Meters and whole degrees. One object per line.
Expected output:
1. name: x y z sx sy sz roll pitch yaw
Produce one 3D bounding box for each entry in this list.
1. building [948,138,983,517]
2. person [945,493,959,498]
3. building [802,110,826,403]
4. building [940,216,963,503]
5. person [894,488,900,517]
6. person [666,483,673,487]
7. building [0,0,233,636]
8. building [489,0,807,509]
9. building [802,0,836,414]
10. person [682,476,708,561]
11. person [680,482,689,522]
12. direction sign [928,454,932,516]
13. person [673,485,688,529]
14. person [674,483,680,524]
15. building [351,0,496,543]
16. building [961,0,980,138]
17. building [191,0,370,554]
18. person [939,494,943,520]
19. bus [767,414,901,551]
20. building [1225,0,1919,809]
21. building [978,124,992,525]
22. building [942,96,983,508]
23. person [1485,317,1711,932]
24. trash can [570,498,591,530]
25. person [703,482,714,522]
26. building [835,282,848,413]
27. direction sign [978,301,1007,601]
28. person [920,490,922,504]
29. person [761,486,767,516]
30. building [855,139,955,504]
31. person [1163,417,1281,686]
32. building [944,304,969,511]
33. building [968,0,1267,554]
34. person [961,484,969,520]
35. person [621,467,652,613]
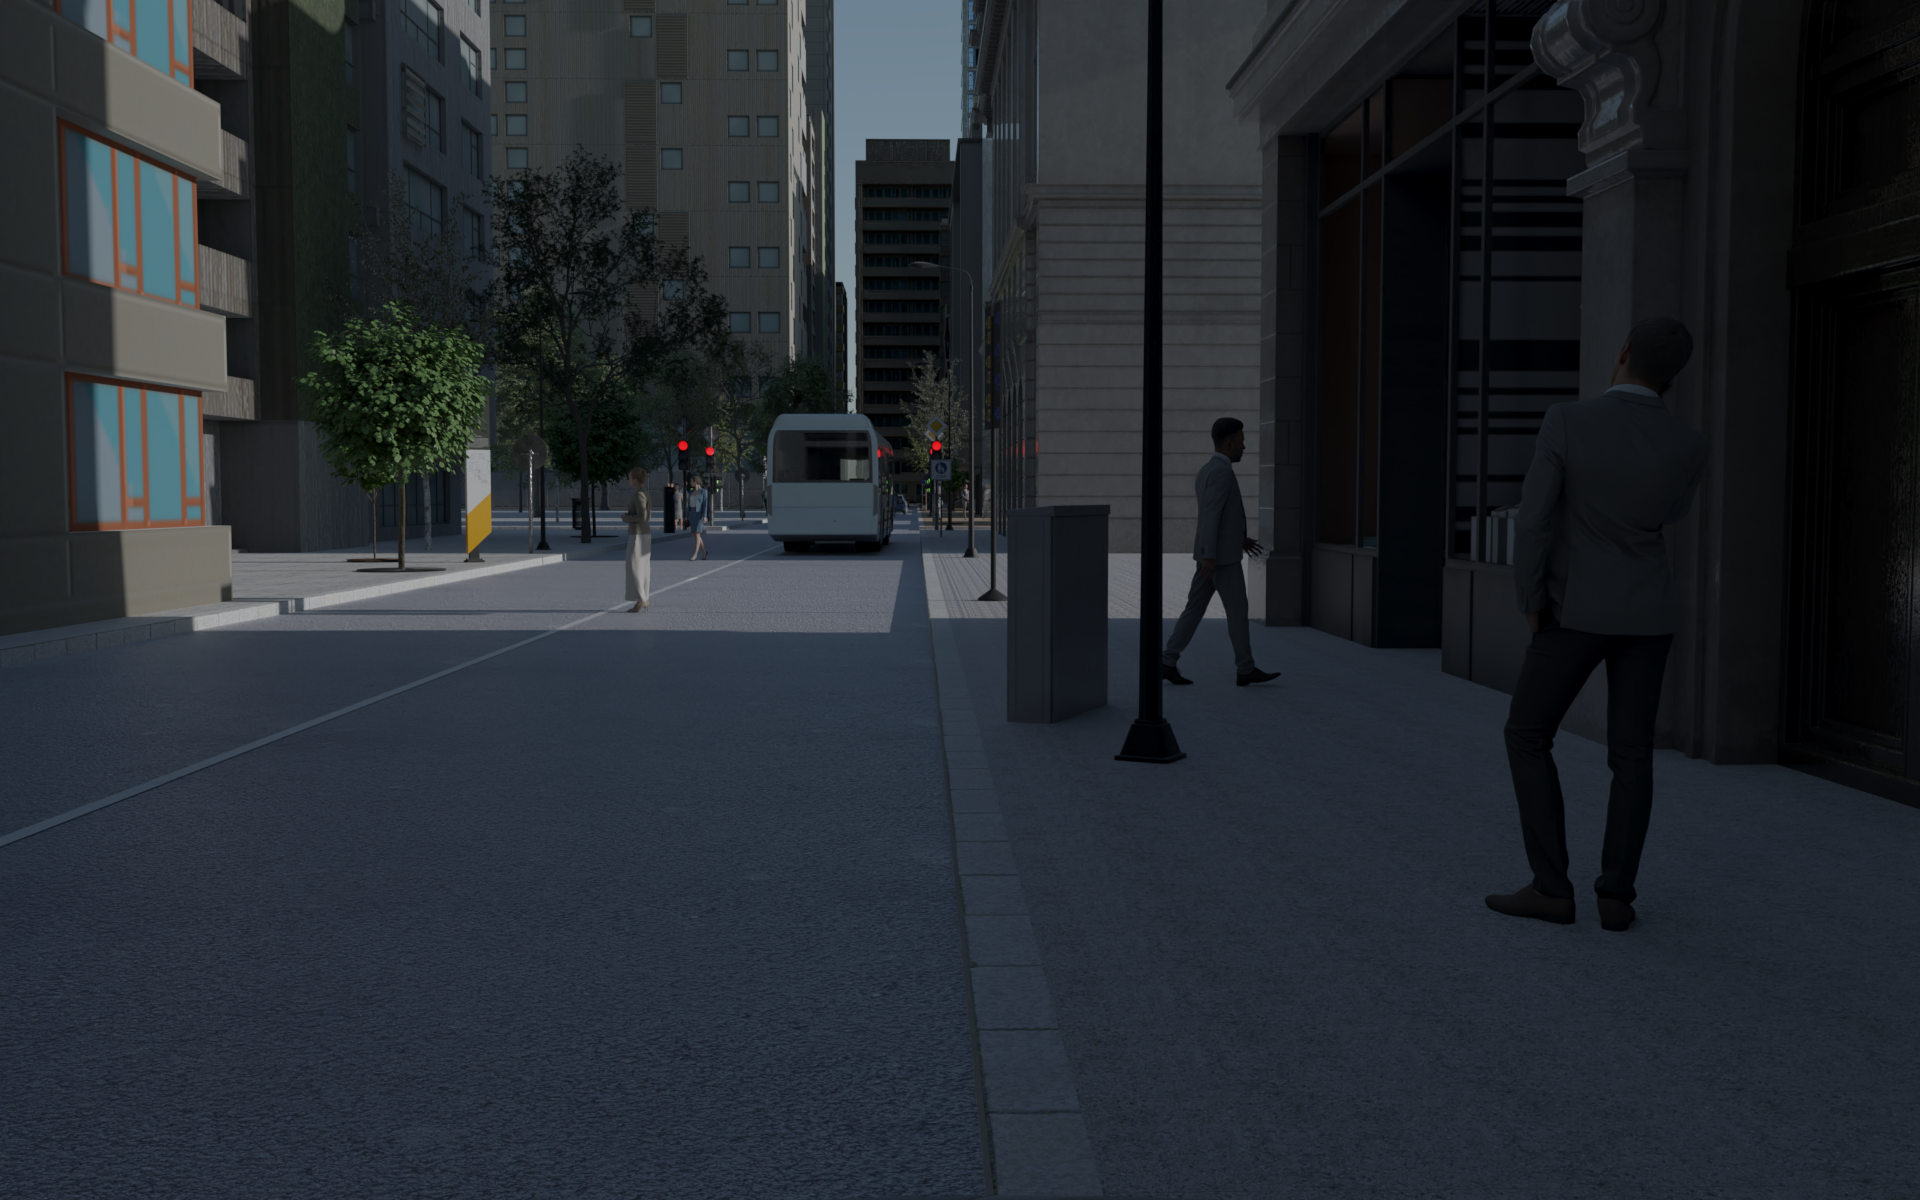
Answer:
1. building: 6.668 -17.598 106.798 14.314 24.678 30.058 0 4 -1
2. person: -0.686 -8.731 149.310 1.217 1.766 0.721 1 4 16
3. building: -21.289 -30.297 178.954 14.154 41.232 14.086 0 4 -1
4. building: 4.876 -25.068 181.567 14.160 30.474 14.107 0 4 -1
5. person: -4.058 -6.081 108.014 0.616 1.811 0.778 0 4 2
6. person: -14.470 -4.902 86.165 0.573 1.828 0.580 1 4 20
7. building: -22.231 -9.813 5.484 27.650 21.520 28.899 0 4 -1
8. building: -28.010 -34.736 157.173 28.713 52.752 27.495 0 4 -1
9. building: -25.622 -47.031 207.209 20.611 71.187 20.563 0 4 -1
10. person: -5.607 -1.752 37.172 0.581 1.822 0.654 3 5 44
11. person: -10.990 -3.848 69.187 0.478 1.798 0.641 1 4 21
12. direction sign: -1.685 -6.557 99.210 0.379 3.537 0.876 1 4 9
13. person: -10.687 -3.494 65.979 0.716 1.782 0.532 0 4 -1
14. person: -12.201 -4.150 74.471 0.480 1.755 0.524 -3 5 -41
15. building: -21.688 -22.430 50.326 14.086 41.232 14.154 0 4 -1
16. building: 9.131 -54.423 202.484 22.319 86.520 31.000 0 4 -1
17. building: -21.378 -16.085 34.690 14.160 30.474 14.107 0 4 -1
18. person: -1.074 -4.528 84.353 0.425 1.301 0.394 -3 4 -36
19. bus: -3.211 -3.152 46.400 2.948 3.499 13.247 0 4 0
20. building: 7.390 -10.084 15.789 10.553 20.767 40.483 0 4 -1
21. building: 15.895 -18.176 74.671 29.804 29.767 11.434 0 4 -1
22. building: 13.251 -28.775 162.354 32.217 40.220 23.993 0 4 -1
23. person: 1.903 0.064 5.185 0.592 1.802 0.473 1 4 12
24. trash can: -13.556 -3.073 61.903 0.748 1.137 0.748 0 3 0
25. person: -11.879 -4.568 80.687 0.822 1.834 0.622 0 4 -7
26. building: -22.376 -28.365 235.462 14.107 30.474 14.160 0 4 -1
27. direction sign: 0.402 -1.761 20.785 0.379 3.537 0.876 -1 4 -11
28. person: -4.656 -12.693 214.301 0.721 1.736 1.217 0 4 -4
29. person: -11.536 -5.922 103.268 0.661 1.777 0.834 0 4 6
30. building: -3.520 -37.653 239.331 21.600 48.544 21.300 0 4 -1
31. person: 1.714 -0.323 11.594 0.850 1.792 0.678 0 4 -5
32. building: 7.114 -16.461 136.585 16.820 18.784 16.811 0 4 -1
33. building: 7.241 -12.630 48.307 13.314 21.916 24.055 0 4 -1
34. person: 0.392 -4.940 87.093 0.573 1.790 0.520 2 4 34
35. person: -3.955 -0.740 21.141 0.362 1.759 0.519 0 4 1
